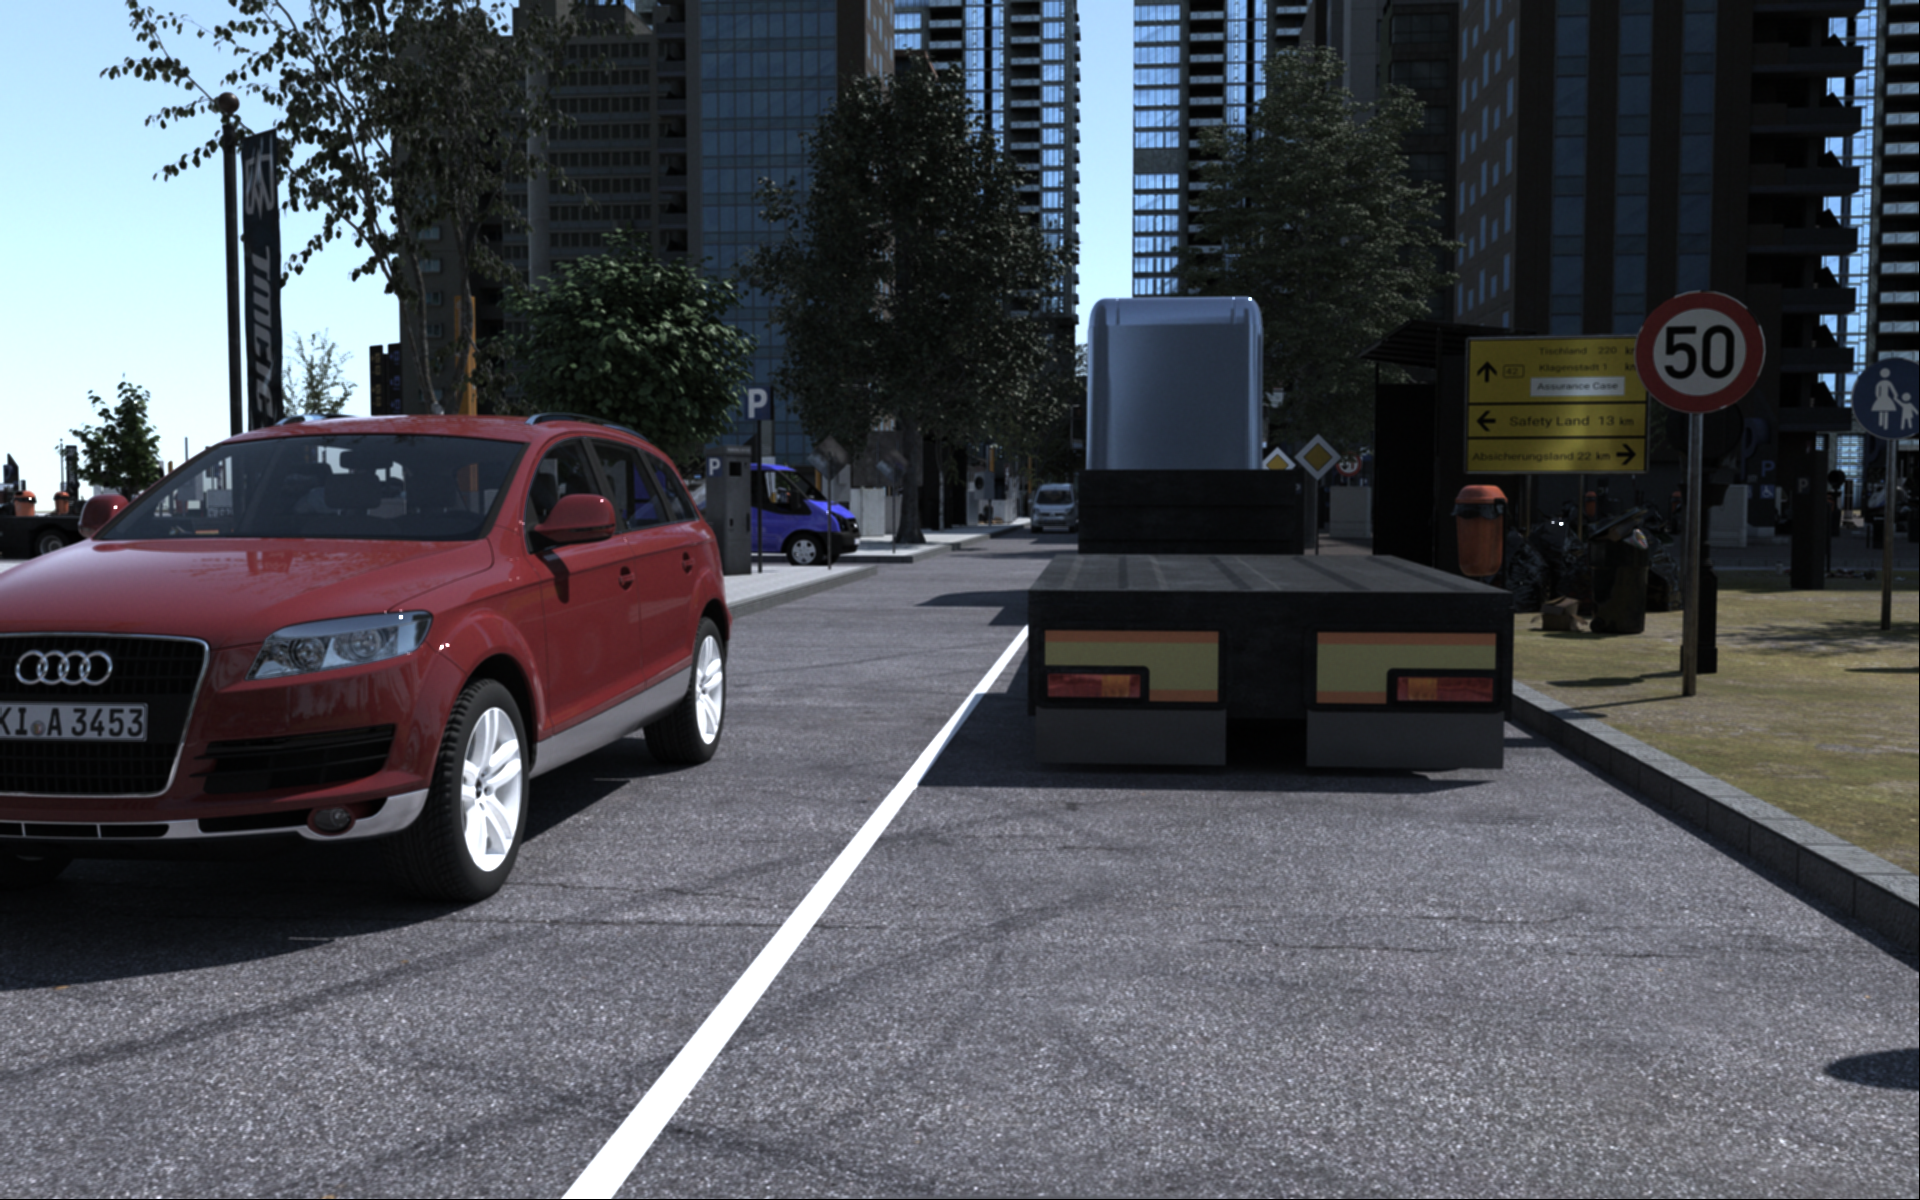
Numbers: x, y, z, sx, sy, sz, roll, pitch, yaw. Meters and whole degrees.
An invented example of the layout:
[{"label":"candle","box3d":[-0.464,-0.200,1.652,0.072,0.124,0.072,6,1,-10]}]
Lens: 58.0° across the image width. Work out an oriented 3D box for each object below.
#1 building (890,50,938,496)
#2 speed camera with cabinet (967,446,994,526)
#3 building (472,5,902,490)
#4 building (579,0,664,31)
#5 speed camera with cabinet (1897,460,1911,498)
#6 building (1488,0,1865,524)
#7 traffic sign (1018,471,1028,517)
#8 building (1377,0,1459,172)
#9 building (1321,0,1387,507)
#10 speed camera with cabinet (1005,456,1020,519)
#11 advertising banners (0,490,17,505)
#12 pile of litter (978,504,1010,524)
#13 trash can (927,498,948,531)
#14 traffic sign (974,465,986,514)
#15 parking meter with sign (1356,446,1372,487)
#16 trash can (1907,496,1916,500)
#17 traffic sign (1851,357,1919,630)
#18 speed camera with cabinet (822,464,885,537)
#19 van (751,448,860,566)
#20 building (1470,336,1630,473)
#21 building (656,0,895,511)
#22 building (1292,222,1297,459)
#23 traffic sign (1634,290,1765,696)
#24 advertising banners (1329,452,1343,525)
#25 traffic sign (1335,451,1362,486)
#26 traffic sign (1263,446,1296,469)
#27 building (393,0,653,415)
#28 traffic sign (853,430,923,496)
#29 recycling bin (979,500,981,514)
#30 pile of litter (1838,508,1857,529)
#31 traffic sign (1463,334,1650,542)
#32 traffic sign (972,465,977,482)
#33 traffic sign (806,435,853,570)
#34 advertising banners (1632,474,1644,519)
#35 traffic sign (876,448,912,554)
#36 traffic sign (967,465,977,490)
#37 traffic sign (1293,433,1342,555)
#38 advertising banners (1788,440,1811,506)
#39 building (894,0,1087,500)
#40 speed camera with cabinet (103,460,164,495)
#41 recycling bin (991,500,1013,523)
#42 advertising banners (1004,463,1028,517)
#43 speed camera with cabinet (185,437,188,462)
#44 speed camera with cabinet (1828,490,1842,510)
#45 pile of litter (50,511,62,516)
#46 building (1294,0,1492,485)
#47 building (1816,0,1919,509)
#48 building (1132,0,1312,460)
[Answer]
[{"label":"building","box3d":[-15.184,-31.398,167.989,28.867,44.769,22.147,0,4,6]},{"label":"speed camera with cabinet","box3d":[0.573,-4.698,71.155,0.660,3.252,2.038,-3,4,-37]},{"label":"building","box3d":[-20.034,-27.514,141.733,32.217,40.220,23.993,0,4,6]},{"label":"building","box3d":[-43.347,-55.604,221.795,31.000,86.520,22.319,0,4,6]},{"label":"speed camera with cabinet","box3d":[53.527,-6.422,99.339,2.038,3.252,0.660,-1,4,-12]},{"label":"building","box3d":[31.300,-26.274,79.696,14.600,45.320,14.200,0,4,6]},{"label":"traffic sign","box3d":[3.493,-5.828,95.397,0.768,2.556,0.104,1,4,12]},{"label":"building","box3d":[31.496,-20.223,102.351,14.160,30.474,14.107,0,4,6]},{"label":"building","box3d":[38.206,-35.970,130.109,21.231,58.520,28.212,0,4,6]},{"label":"speed camera with cabinet","box3d":[2.685,-5.842,89.847,0.660,3.252,2.038,0,4,-4]},{"label":"advertising banners","box3d":[-41.680,-4.844,75.388,2.074,3.025,0.090,1,4,11]},{"label":"pile of litter","box3d":[1.334,-3.654,73.705,1.719,0.858,1.176,0,4,-6]},{"label":"trash can","box3d":[-0.778,-3.015,60.945,0.748,1.137,0.748,0,3,0]},{"label":"traffic sign","box3d":[0.816,-4.668,76.432,0.768,2.556,0.104,1,4,12]},{"label":"parking meter with sign","box3d":[14.769,-4.098,63.262,0.543,3.016,1.738,1,4,15]},{"label":"trash can","box3d":[58.595,-5.812,106.676,0.748,1.137,0.748,0,3,0]},{"label":"traffic sign","box3d":[8.732,-0.988,16.263,0.768,2.556,0.104,1,4,9]},{"label":"speed camera with cabinet","box3d":[-3.185,-3.520,51.885,2.038,3.252,0.660,-3,5,-44]},{"label":"van","box3d":[-4.572,-1.799,33.791,5.245,2.365,2.240,0,4,7]},{"label":"building","box3d":[63.792,-36.308,213.251,30.456,49.044,23.786,0,4,6]},{"label":"building","box3d":[-12.378,-28.838,121.615,14.600,45.320,14.200,0,4,6]},{"label":"building","box3d":[39.017,-24.157,166.675,14.160,30.474,14.107,0,4,6]},{"label":"traffic sign","box3d":[4.641,-0.663,10.948,0.768,2.556,0.104,1,4,14]},{"label":"advertising banners","box3d":[15.439,-4.570,70.907,0.090,3.025,2.074,2,4,27]},{"label":"traffic sign","box3d":[11.467,-3.123,51.163,0.768,2.556,0.104,1,4,8]},{"label":"traffic sign","box3d":[6.678,-2.010,36.508,0.795,2.450,0.064,0,4,6]},{"label":"building","box3d":[-40.990,-33.467,170.891,21.600,48.544,21.300,0,4,6]},{"label":"traffic sign","box3d":[-2.317,-3.769,55.500,2.265,3.308,0.079,0,4,6]},{"label":"recycling bin","box3d":[0.555,-4.119,79.903,0.722,1.027,0.722,0,4,-8]},{"label":"pile of litter","box3d":[32.501,-3.046,63.771,1.719,0.858,1.176,-2,4,-30]},{"label":"traffic sign","box3d":[7.649,-1.737,22.267,2.265,3.308,0.079,1,4,12]},{"label":"traffic sign","box3d":[0.712,-4.701,76.868,0.884,2.594,0.081,1,4,11]},{"label":"traffic sign","box3d":[-2.214,-1.575,29.386,0.795,2.450,0.064,0,4,6]},{"label":"advertising banners","box3d":[24.190,-4.016,61.843,0.090,3.025,2.074,1,4,11]},{"label":"traffic sign","box3d":[-1.424,-2.061,37.332,0.795,2.450,0.064,0,4,6]},{"label":"traffic sign","box3d":[0.350,-4.611,75.502,0.768,2.556,0.104,1,4,12]},{"label":"traffic sign","box3d":[5.888,-1.524,28.562,0.795,2.450,0.064,0,4,6]},{"label":"advertising banners","box3d":[27.739,-3.733,57.219,0.090,3.025,2.074,1,4,9]},{"label":"building","box3d":[1.966,-55.333,217.372,31.000,86.520,22.319,0,4,6]},{"label":"speed camera with cabinet","box3d":[-20.779,-3.012,43.585,0.660,3.252,2.038,0,4,3]},{"label":"recycling bin","box3d":[1.840,-3.876,75.933,0.722,1.027,0.722,3,4,36]},{"label":"advertising banners","box3d":[3.180,-6.233,98.099,0.090,3.025,2.074,-3,5,-41]},{"label":"speed camera with cabinet","box3d":[-26.031,-4.020,60.061,2.038,3.252,0.660,0,4,4]},{"label":"speed camera with cabinet","box3d":[39.981,-5.256,80.276,0.660,3.252,2.038,-1,4,-9]},{"label":"pile of litter","box3d":[-50.829,-5.129,97.820,1.176,0.858,1.719,2,4,35]},{"label":"building","box3d":[37.251,-30.709,152.200,14.600,45.320,14.200,0,4,6]},{"label":"building","box3d":[79.616,-51.623,156.703,31.000,86.520,22.319,0,4,6]},{"label":"building","box3d":[33.075,-55.111,213.734,31.000,86.520,22.319,0,4,6]}]
